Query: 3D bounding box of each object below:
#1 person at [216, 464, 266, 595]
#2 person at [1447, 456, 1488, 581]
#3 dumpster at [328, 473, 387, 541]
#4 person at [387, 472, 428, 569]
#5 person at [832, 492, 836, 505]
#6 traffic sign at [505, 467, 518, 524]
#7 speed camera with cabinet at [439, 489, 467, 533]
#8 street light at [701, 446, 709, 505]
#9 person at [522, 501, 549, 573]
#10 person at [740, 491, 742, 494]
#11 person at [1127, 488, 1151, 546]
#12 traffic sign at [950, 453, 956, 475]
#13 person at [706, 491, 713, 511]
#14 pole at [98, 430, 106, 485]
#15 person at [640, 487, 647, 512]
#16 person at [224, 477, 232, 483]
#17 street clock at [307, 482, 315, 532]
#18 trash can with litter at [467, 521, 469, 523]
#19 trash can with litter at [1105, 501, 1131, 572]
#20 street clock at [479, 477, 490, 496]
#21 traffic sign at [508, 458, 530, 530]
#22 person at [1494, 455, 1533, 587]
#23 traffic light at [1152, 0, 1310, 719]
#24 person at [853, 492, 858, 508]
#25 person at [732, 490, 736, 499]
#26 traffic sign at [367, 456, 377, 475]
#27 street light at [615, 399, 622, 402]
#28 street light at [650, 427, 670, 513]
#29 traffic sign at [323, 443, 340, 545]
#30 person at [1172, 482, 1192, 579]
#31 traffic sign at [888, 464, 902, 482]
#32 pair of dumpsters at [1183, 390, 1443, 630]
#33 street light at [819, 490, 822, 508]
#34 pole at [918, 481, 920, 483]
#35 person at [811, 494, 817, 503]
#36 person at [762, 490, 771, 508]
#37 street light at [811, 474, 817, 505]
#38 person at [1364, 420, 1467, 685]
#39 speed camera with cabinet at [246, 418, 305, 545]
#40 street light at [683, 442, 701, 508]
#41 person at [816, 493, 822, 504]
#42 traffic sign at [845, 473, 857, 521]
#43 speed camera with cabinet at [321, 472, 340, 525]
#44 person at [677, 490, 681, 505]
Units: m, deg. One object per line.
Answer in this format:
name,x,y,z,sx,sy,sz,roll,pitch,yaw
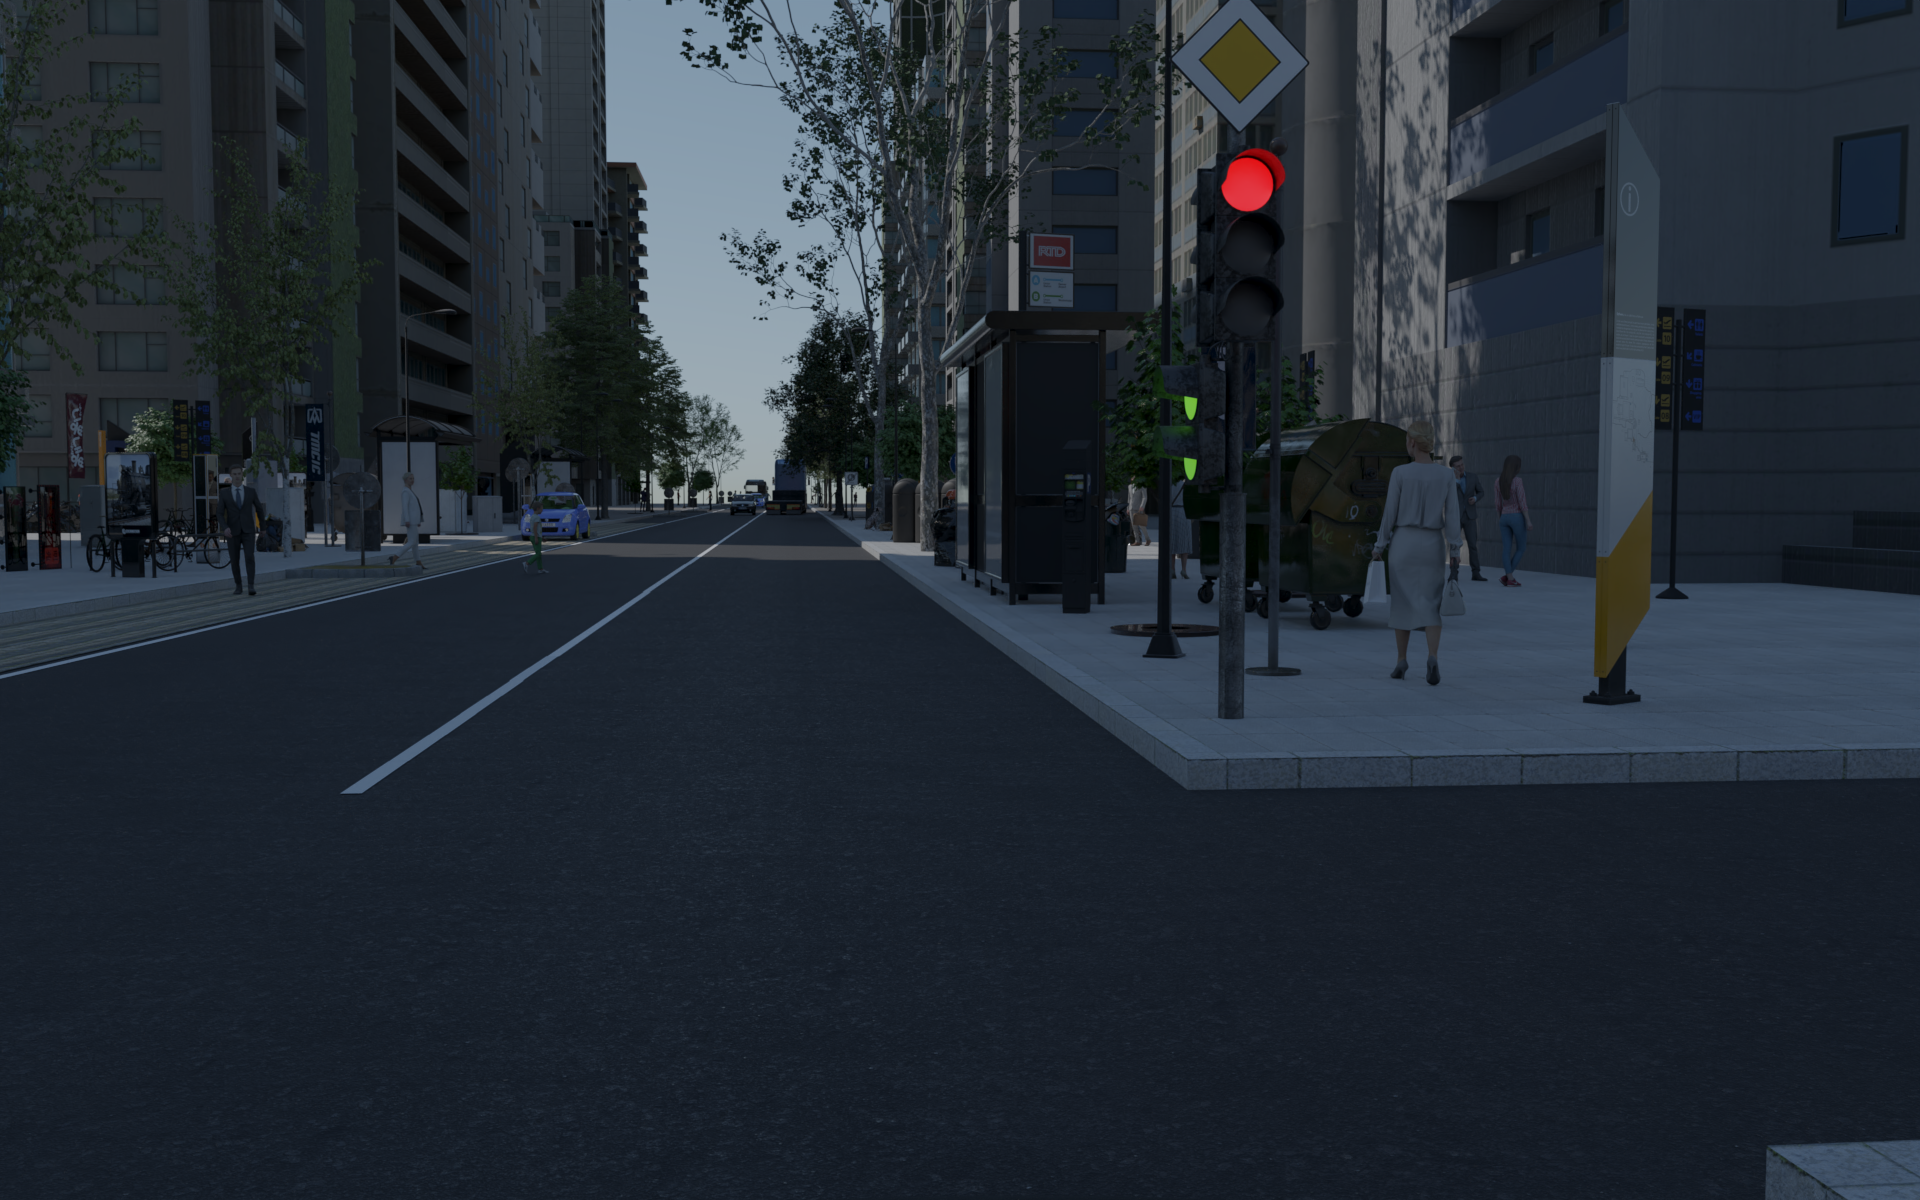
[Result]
person,-10.126,-0.987,24.422,0.659,1.850,0.755,-2,4,-24
person,7.444,-1.202,25.507,0.655,1.846,0.447,0,4,5
dumpster,-16.457,-2.546,47.382,1.264,1.857,1.865,0,4,-6
person,-10.372,-1.474,32.476,0.818,1.842,0.514,-2,4,-35
person,-14.378,-11.966,201.787,1.348,1.812,0.705,2,4,27
traffic sign,-19.111,-4.533,74.216,0.768,2.556,0.104,0,4,3
speed camera with cabinet,-17.512,-3.898,58.076,2.038,3.252,0.660,2,4,26
street light,-25.336,-11.932,167.627,1.470,5.913,1.316,0,4,-6
person,-7.647,-1.125,31.138,0.306,1.304,0.590,3,5,40
person,-28.591,-13.303,226.014,0.705,1.823,1.348,-1,4,-17
person,4.361,-2.233,42.671,0.709,1.813,0.853,3,5,41
traffic sign,0.083,-3.101,50.809,0.768,2.556,0.104,0,4,3
person,-21.702,-8.614,150.066,0.721,1.735,1.217,1,4,15
pole,-27.512,-3.778,55.616,0.158,3.312,0.155,0,3,0
person,-22.826,-7.252,125.056,0.683,1.767,0.568,1,4,22
person,-21.309,-2.680,50.340,0.782,1.767,0.515,-2,4,-25
street clock,-22.024,-3.309,58.667,0.358,2.002,0.471,0,4,1
trash can with litter,-22.166,-3.998,76.424,1.678,1.210,2.233,0,4,5
trash can with litter,2.282,-1.039,28.367,1.055,1.170,0.624,3,5,40
street clock,-20.506,-4.291,74.724,0.471,2.002,0.358,3,4,38
traffic sign,-15.519,-3.721,60.942,0.768,2.556,0.104,0,4,2
person,7.645,-1.092,23.900,0.388,1.821,0.555,-3,5,-44
traffic light,1.534,-1.278,9.811,0.839,4.253,0.868,0,4,-6
person,-10.053,-9.578,166.569,0.415,1.643,0.593,1,4,19
person,-22.256,-9.982,171.795,0.705,1.814,1.350,-3,5,-42
traffic sign,-16.245,-2.978,48.687,0.884,2.594,0.081,0,4,-5
street light,-17.233,-6.874,84.929,1.470,5.913,1.316,0,4,-6
street light,-20.802,-9.019,120.002,1.470,5.913,1.316,0,4,-6
traffic sign,-15.907,-2.647,43.387,0.768,2.556,0.104,0,4,1
person,3.362,-1.198,26.200,0.480,1.755,0.524,2,4,29
traffic sign,-2.013,-3.506,57.428,0.768,2.556,0.104,0,4,-3
pair of dumpsters,3.607,-0.965,18.278,1.574,2.255,4.437,0,4,-6
street light,-6.497,-7.211,90.442,1.470,5.913,1.316,0,4,-6
pole,-1.853,-5.281,80.183,0.158,3.312,0.155,0,3,0
person,-20.145,-14.082,239.467,0.799,1.438,0.628,-3,5,-41
person,-19.892,-10.388,178.423,1.350,1.814,0.705,3,4,38
street light,-9.990,-9.367,125.692,1.470,5.913,1.316,0,4,-6
person,3.085,-0.328,11.756,0.694,1.780,0.624,1,4,18
speed camera with cabinet,-17.655,-3.076,44.626,2.038,3.252,0.660,3,5,42
street light,-24.181,-11.165,155.093,1.470,5.913,1.316,0,4,-6
person,-17.648,-12.975,218.892,1.217,1.735,0.721,-1,4,-13
traffic sign,-5.085,-4.825,81.013,0.606,2.300,0.079,0,4,-5
speed camera with cabinet,-25.442,-4.748,71.966,2.038,3.252,0.660,-2,4,-28
person,-31.664,-11.558,194.956,0.705,1.831,1.348,0,4,2
